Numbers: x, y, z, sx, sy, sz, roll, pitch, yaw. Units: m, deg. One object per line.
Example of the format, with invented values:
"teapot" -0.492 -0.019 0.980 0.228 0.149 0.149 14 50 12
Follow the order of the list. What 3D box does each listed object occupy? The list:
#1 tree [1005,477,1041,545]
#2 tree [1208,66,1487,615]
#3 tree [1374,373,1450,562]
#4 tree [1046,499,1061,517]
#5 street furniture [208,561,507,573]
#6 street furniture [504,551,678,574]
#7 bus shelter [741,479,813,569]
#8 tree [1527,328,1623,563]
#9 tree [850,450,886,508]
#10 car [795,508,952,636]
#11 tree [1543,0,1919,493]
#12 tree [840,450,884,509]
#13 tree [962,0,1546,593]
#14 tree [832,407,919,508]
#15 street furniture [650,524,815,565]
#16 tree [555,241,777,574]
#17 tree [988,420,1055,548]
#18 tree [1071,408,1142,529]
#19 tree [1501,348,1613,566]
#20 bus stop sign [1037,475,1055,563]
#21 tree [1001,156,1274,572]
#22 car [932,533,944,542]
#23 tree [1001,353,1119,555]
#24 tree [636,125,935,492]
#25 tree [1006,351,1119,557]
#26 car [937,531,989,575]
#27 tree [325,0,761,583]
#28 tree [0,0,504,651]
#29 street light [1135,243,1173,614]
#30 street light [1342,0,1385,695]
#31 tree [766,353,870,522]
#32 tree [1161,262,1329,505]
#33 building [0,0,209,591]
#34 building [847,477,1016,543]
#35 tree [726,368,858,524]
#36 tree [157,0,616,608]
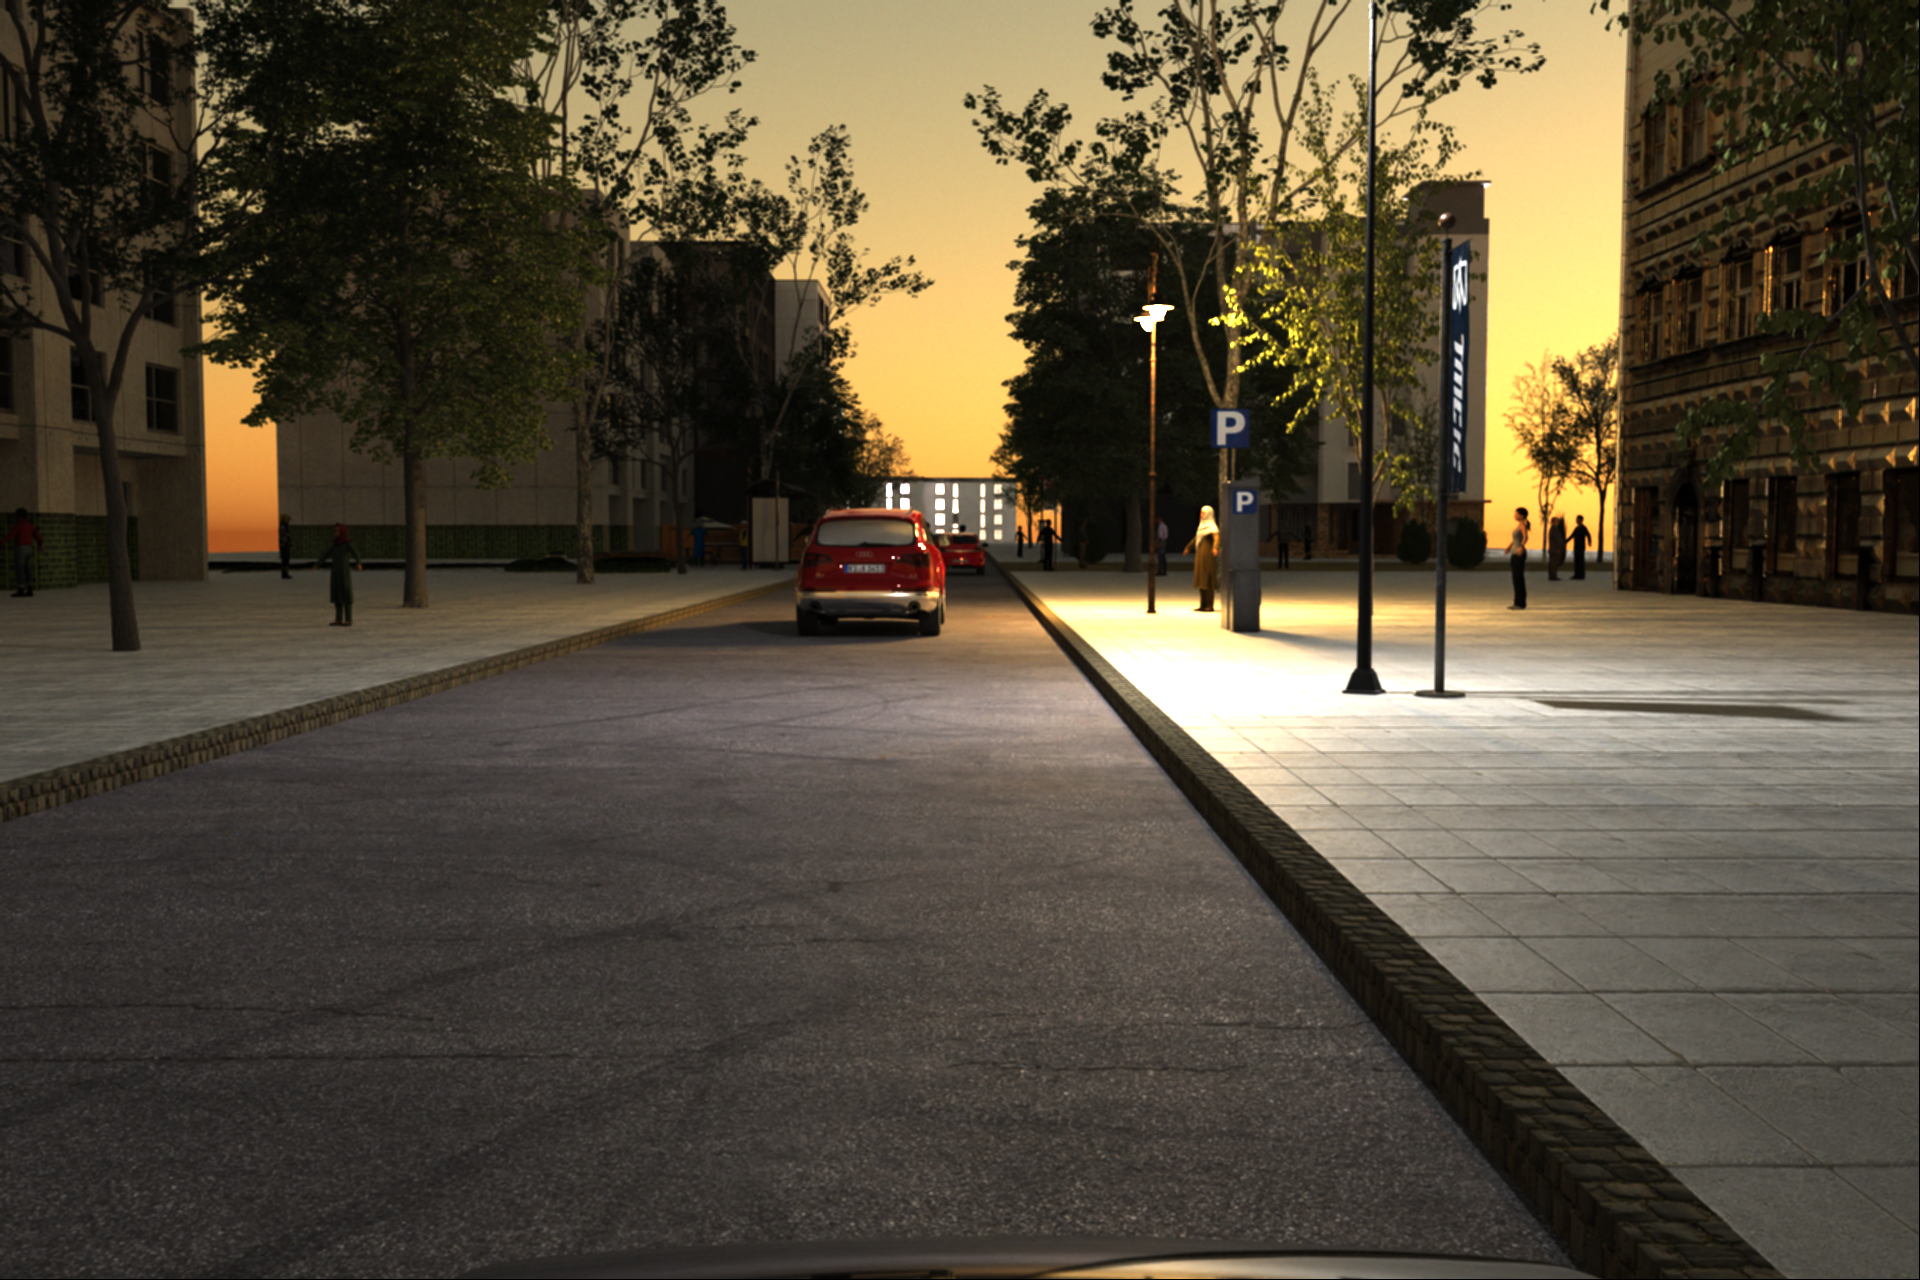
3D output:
"tree" 6.744 -13.206 166.275 4.360 8.622 3.978 0 3 0
"tree" 6.259 -4.685 26.965 4.737 8.622 4.395 0 3 0
"tree" 21.334 -7.842 78.587 4.360 8.622 3.978 0 3 0
"tree" 16.412 -20.954 252.968 12.009 13.543 11.850 0 3 0
"street furniture" -31.138 -3.896 68.736 27.439 1.986 14.083 3 4 36
"street furniture" -12.518 -2.721 60.116 5.734 0.657 10.072 0 4 -4
"bus shelter" -6.965 -4.432 66.394 2.014 3.302 5.546 0 4 2
"tree" 29.091 -8.758 77.607 7.601 10.594 8.767 -1 4 -18
"tree" -8.768 -12.329 151.933 4.360 8.622 3.978 0 3 0
"car" -1.264 -1.057 25.955 2.281 1.827 5.304 0 4 1
"tree" 5.437 -3.612 9.419 4.737 8.622 4.395 0 3 0
"tree" -8.354 -11.372 136.300 4.737 8.622 4.395 0 3 0
"tree" 6.482 -11.175 38.596 12.611 20.169 13.585 0 3 0
"tree" -9.175 -15.613 165.645 12.009 13.543 11.850 0 3 0
"street furniture" -9.753 -4.271 76.693 11.010 1.723 9.812 2 4 26
"tree" -9.341 -7.425 55.815 7.601 10.594 8.767 0 4 0
"tree" 6.259 -14.120 156.620 9.928 11.665 9.643 0 3 0
"tree" 6.555 -8.410 87.859 4.360 8.622 3.978 0 3 0
"tree" 23.319 -7.290 69.555 4.360 8.622 3.978 0 3 0
"bus stop sign" 3.899 -5.446 77.741 0.855 3.939 0.416 0 4 0
"tree" 5.750 -9.240 57.732 9.857 13.997 8.962 0 3 0
"car" -0.825 -4.490 83.006 1.945 1.707 3.694 0 4 -1
"tree" 6.268 -11.636 108.371 7.486 12.596 7.792 0 3 0
"tree" -8.024 -13.707 80.000 12.611 20.169 13.585 0 3 0
"tree" 6.313 -10.492 97.296 9.928 11.665 9.643 0 3 0
"car" -0.036 -3.240 62.010 2.155 1.783 4.494 0 4 -1
"tree" -10.760 -11.467 43.376 12.611 20.169 13.585 0 3 0
"tree" -9.343 -5.177 19.054 8.767 10.594 7.601 -2 4 -32
"street light" 3.098 -3.368 27.847 0.468 5.910 1.993 0 4 0
"street light" 3.806 -2.524 13.811 1.470 5.913 1.316 0 4 1
"tree" -9.242 -11.624 108.180 7.486 12.596 7.792 0 3 0
"tree" 11.760 -9.422 72.185 7.486 12.596 7.792 0 3 0
"building" -29.107 -10.112 31.787 16.747 18.905 31.486 0 4 -1
"building" -5.656 -18.888 253.421 28.070 9.664 9.099 0 4 -6
"tree" -9.155 -9.962 97.289 7.601 10.594 8.767 2 4 30
"tree" -9.881 -6.853 30.172 7.486 12.596 7.792 0 3 0
